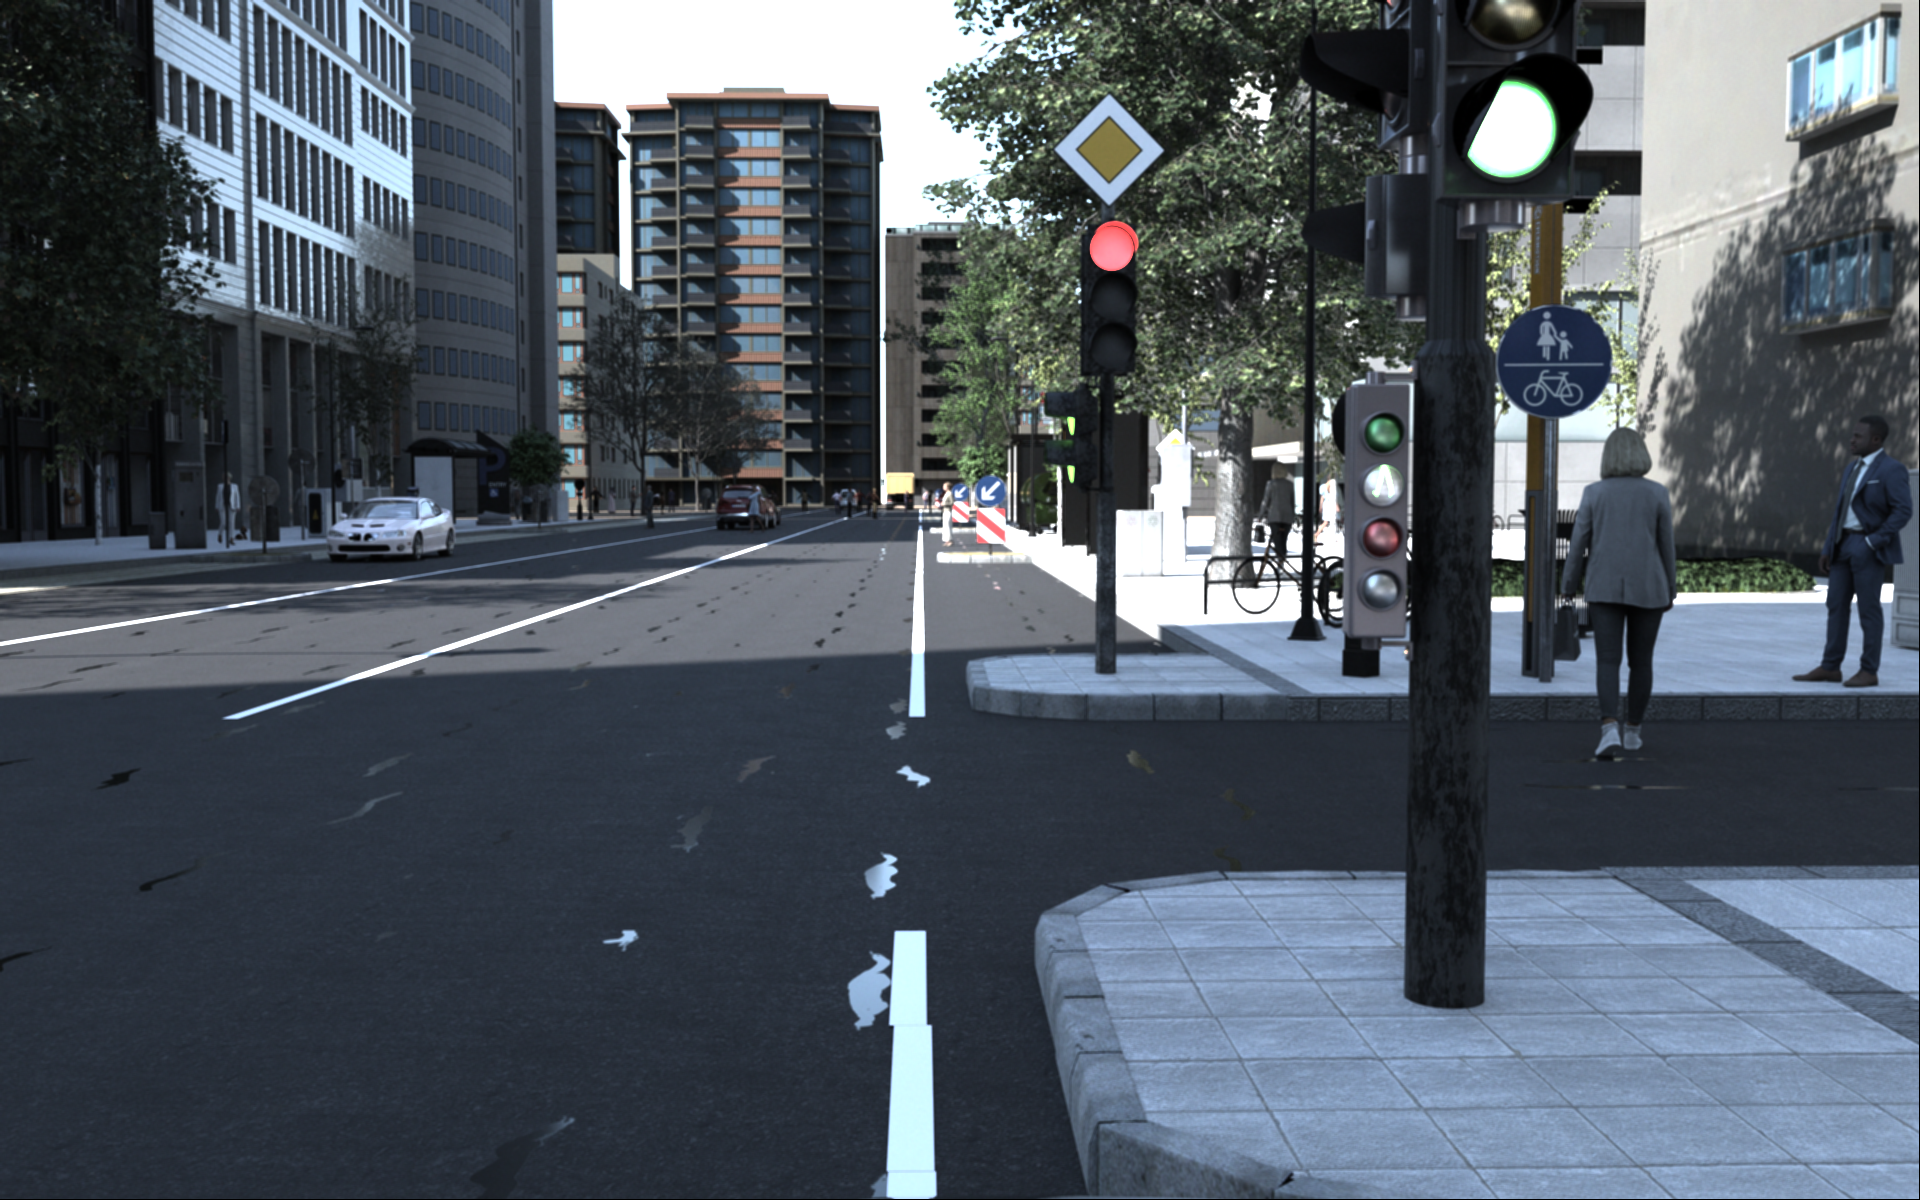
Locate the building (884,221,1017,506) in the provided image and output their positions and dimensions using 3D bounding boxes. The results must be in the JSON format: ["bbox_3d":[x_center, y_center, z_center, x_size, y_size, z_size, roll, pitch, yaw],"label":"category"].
[{"bbox_3d":[-1.140,-25.351,186.182,14.107,30.474,14.160,0,4,-1],"label":"building"}]

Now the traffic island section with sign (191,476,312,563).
[{"bbox_3d":[-14.908,-1.715,36.673,1.989,1.847,2.006,0,4,-1],"label":"traffic island section with sign"}]

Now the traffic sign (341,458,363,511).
[{"bbox_3d":[-17.312,-2.888,49.351,0.606,2.300,0.079,0,4,3],"label":"traffic sign"}]

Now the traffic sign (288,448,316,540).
[{"bbox_3d":[-18.333,-2.946,48.270,0.768,2.556,0.104,0,4,1],"label":"traffic sign"}]

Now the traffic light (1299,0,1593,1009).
[{"bbox_3d":[-0.883,-1.802,4.131,4.771,5.953,1.251,0,4,-1],"label":"traffic light"}]

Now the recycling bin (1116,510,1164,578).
[{"bbox_3d":[2.726,-0.878,26.904,0.722,1.027,0.722,-1,4,-12],"label":"recycling bin"}]

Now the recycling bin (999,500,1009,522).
[{"bbox_3d":[2.119,-3.948,77.106,0.722,1.027,0.722,0,4,-4],"label":"recycling bin"}]

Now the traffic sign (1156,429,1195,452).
[{"bbox_3d":[4.356,-2.152,34.914,0.795,2.593,0.064,0,4,7],"label":"traffic sign"}]

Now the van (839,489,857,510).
[{"bbox_3d":[-10.078,-9.180,157.098,2.013,2.044,4.112,0,4,-2],"label":"van"}]

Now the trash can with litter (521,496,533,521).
[{"bbox_3d":[-20.528,-4.350,82.506,0.624,1.170,1.055,-2,4,-31],"label":"trash can with litter"}]

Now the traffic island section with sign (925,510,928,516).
[{"bbox_3d":[-1.219,-6.454,114.146,1.989,1.847,2.006,0,4,-1],"label":"traffic island section with sign"}]

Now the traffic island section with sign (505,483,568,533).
[{"bbox_3d":[-15.511,-3.364,63.621,1.989,1.847,2.006,0,4,-1],"label":"traffic island section with sign"}]

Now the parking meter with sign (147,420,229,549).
[{"bbox_3d":[-18.067,-2.708,40.539,1.738,3.016,0.543,-2,4,-29],"label":"parking meter with sign"}]

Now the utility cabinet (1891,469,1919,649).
[{"bbox_3d":[7.982,-0.320,13.913,0.318,1.500,1.173,0,4,-4],"label":"utility cabinet"}]

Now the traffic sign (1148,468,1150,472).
[{"bbox_3d":[4.143,-2.557,41.805,0.884,2.594,0.081,0,4,1],"label":"traffic sign"}]

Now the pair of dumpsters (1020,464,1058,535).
[{"bbox_3d":[2.869,-3.284,56.187,1.574,2.255,4.437,0,4,-1],"label":"pair of dumpsters"}]

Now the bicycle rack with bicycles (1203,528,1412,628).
[{"bbox_3d":[4.032,-0.288,18.085,2.925,0.926,2.852,-2,4,-32],"label":"bicycle rack with bicycles"}]

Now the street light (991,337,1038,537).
[{"bbox_3d":[1.608,-4.816,51.288,1.470,5.913,1.316,0,4,-1],"label":"street light"}]

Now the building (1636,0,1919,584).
[{"bbox_3d":[23.704,-24.739,28.178,21.600,48.544,21.300,0,4,-1],"label":"building"}]

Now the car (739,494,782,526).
[{"bbox_3d":[-9.240,-4.291,79.938,2.009,1.686,4.222,0,4,-2],"label":"car"}]

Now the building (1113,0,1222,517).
[{"bbox_3d":[20.003,-34.711,109.523,21.231,58.520,28.212,0,4,-1],"label":"building"}]

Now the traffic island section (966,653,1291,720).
[{"bbox_3d":[1.067,0.603,12.417,2.009,0.180,2.903,0,4,-1],"label":"traffic island section"}]

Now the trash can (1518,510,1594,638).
[{"bbox_3d":[5.398,-0.240,15.571,0.748,1.137,0.748,0,3,0],"label":"trash can"}]

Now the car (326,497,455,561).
[{"bbox_3d":[-12.586,-1.601,38.530,2.083,1.381,4.827,0,4,-3],"label":"car"}]

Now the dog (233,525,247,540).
[{"bbox_3d":[-20.229,-1.885,48.558,0.550,0.427,0.748,3,4,38],"label":"dog"}]

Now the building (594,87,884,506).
[{"bbox_3d":[-22.820,-32.698,189.232,28.867,44.769,22.147,0,4,-1],"label":"building"}]

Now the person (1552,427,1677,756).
[{"bbox_3d":[3.589,-0.055,9.580,0.709,1.800,0.728,1,4,21],"label":"person"}]

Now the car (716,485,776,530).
[{"bbox_3d":[-8.807,-3.841,71.470,2.281,1.827,5.304,0,4,0],"label":"car"}]

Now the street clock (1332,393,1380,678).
[{"bbox_3d":[2.830,-0.464,12.164,0.471,2.002,0.358,-3,5,-43],"label":"street clock"}]

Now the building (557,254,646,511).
[{"bbox_3d":[-42.216,-18.066,140.416,28.899,21.520,27.650,0,4,-1],"label":"building"}]

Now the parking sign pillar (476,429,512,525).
[{"bbox_3d":[-19.240,-5.073,71.419,1.447,3.967,1.447,-1,4,-15],"label":"parking sign pillar"}]

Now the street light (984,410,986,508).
[{"bbox_3d":[0.735,-7.029,87.461,1.470,5.913,1.316,0,4,-1],"label":"street light"}]

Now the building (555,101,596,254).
[{"bbox_3d":[-51.671,-32.633,188.168,28.867,44.769,22.147,0,4,-1],"label":"building"}]

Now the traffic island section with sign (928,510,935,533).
[{"bbox_3d":[-0.111,-3.418,64.510,1.989,1.847,2.006,0,4,-1],"label":"traffic island section with sign"}]

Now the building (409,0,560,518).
[{"bbox_3d":[-37.004,-34.149,100.337,21.231,58.520,28.212,0,4,-1],"label":"building"}]

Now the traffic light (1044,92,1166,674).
[{"bbox_3d":[1.026,-1.430,12.302,0.839,4.253,0.868,0,4,-1],"label":"traffic light"}]

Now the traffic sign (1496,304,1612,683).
[{"bbox_3d":[3.992,-0.711,11.735,0.768,2.556,0.104,0,4,5],"label":"traffic sign"}]

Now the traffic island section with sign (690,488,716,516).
[{"bbox_3d":[-16.637,-6.433,113.809,1.989,1.847,2.006,0,4,-1],"label":"traffic island section with sign"}]

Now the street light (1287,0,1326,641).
[{"bbox_3d":[2.523,-2.604,15.116,1.470,5.913,1.316,0,4,-1],"label":"street light"}]

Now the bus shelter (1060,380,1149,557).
[{"bbox_3d":[3.014,-2.885,38.450,1.731,3.624,6.357,0,4,-1],"label":"bus shelter"}]

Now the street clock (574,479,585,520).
[{"bbox_3d":[-18.518,-4.878,84.330,0.358,2.002,0.471,3,5,43],"label":"street clock"}]

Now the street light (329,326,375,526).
[{"bbox_3d":[-16.851,-4.613,47.968,1.470,5.913,1.316,0,4,-1],"label":"street light"}]

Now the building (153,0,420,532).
[{"bbox_3d":[-31.371,-17.802,68.556,11.434,29.767,29.804,0,4,-1],"label":"building"}]

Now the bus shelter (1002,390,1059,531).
[{"bbox_3d":[2.731,-5.311,64.464,2.179,5.291,8.768,0,4,-1],"label":"bus shelter"}]

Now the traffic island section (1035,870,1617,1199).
[{"bbox_3d":[1.247,1.092,4.434,2.009,0.180,2.903,0,4,-1],"label":"traffic island section"}]

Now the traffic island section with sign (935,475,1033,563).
[{"bbox_3d":[0.518,-1.736,37.010,1.989,1.847,2.006,0,4,-1],"label":"traffic island section with sign"}]

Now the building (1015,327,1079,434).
[{"bbox_3d":[20.283,-21.311,193.481,28.899,21.520,27.650,0,4,-1],"label":"building"}]

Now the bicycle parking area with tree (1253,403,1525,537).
[{"bbox_3d":[13.742,-4.182,55.382,8.231,4.147,9.016,0,4,-3],"label":"bicycle parking area with tree"}]

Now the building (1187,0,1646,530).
[{"bbox_3d":[24.958,-29.618,73.495,28.713,52.752,27.495,0,4,-1],"label":"building"}]

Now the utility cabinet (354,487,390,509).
[{"bbox_3d":[-19.709,-3.021,58.071,1.173,1.500,0.318,-1,4,-18],"label":"utility cabinet"}]

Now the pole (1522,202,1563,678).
[{"bbox_3d":[4.063,-1.115,12.078,0.158,3.312,0.155,0,3,0],"label":"pole"}]

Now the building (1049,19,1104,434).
[{"bbox_3d":[19.514,-50.492,138.216,22.319,86.520,31.000,0,4,-1],"label":"building"}]

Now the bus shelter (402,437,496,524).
[{"bbox_3d":[-18.926,-4.314,64.458,2.014,3.302,5.546,0,4,-1],"label":"bus shelter"}]

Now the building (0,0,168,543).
[{"bbox_3d":[-30.980,-13.228,45.950,12.332,23.373,15.834,0,4,-1],"label":"building"}]

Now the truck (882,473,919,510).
[{"bbox_3d":[-5.529,-10.025,159.834,3.469,3.379,9.791,0,4,-2],"label":"truck"}]

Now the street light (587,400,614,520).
[{"bbox_3d":[-17.724,-6.907,85.478,1.470,5.913,1.316,0,4,-1],"label":"street light"}]
